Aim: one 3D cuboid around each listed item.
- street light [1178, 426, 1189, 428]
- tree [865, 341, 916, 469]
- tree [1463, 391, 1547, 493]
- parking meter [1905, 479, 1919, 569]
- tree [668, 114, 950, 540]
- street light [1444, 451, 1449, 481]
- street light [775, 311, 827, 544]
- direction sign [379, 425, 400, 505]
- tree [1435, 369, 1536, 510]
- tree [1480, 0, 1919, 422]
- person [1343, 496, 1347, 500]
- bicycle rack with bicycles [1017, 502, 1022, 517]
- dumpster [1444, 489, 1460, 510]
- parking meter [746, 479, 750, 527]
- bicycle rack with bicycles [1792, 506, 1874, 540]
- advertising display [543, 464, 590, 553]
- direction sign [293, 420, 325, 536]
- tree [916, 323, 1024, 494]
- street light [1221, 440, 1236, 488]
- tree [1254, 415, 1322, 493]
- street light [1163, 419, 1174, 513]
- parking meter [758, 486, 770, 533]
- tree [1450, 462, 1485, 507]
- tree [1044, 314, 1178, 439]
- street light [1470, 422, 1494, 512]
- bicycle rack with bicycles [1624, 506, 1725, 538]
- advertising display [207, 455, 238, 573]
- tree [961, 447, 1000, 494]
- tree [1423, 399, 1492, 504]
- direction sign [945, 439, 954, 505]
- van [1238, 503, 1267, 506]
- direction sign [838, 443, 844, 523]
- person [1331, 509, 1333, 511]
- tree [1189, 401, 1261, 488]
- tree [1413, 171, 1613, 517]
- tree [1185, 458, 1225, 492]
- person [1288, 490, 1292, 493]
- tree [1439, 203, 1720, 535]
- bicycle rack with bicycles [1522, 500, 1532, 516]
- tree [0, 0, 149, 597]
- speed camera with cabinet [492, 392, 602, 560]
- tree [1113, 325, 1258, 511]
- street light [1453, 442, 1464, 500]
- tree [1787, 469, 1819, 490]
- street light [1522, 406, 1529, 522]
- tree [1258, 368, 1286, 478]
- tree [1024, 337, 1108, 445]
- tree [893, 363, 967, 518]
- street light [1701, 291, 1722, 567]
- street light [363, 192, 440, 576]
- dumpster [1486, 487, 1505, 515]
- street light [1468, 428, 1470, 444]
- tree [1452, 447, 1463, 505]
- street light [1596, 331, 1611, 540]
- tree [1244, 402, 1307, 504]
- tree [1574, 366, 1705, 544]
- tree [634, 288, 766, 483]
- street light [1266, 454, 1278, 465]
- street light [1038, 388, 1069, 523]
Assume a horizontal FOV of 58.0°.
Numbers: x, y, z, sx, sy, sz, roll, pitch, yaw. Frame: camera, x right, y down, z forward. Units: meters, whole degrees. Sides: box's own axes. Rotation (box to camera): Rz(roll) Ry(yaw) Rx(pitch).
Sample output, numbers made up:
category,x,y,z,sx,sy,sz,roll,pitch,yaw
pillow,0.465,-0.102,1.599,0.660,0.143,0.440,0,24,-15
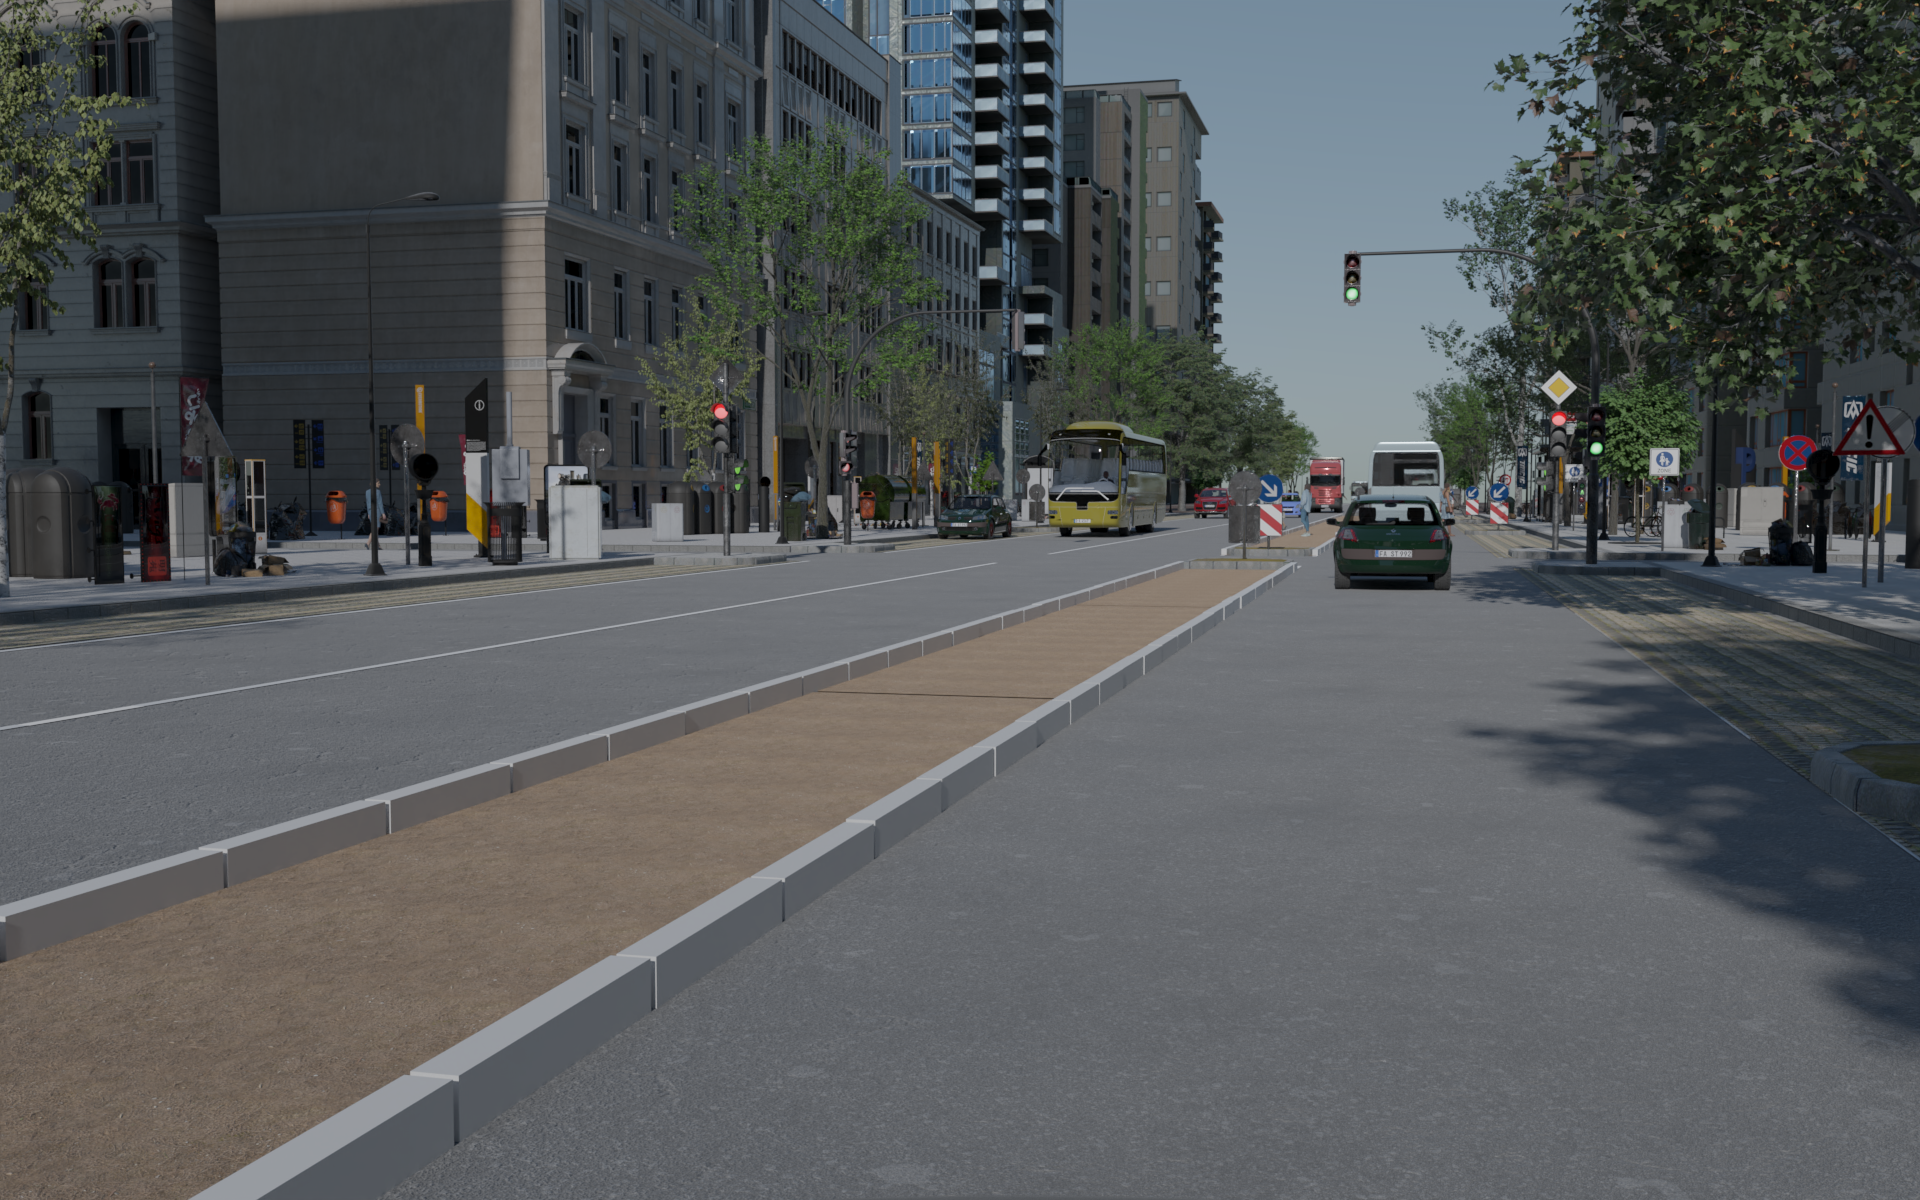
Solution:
category,x,y,z,sx,sy,sz,roll,pitch,yaw
street light,14.947,-8.918,118.352,1.470,5.913,1.316,1,4,14
tree,-2.521,-8.018,81.459,4.360,8.622,3.978,0,3,0
tree,36.931,-10.133,116.039,4.360,8.622,3.978,0,3,0
parking meter,16.447,-1.303,29.721,0.372,1.533,0.369,0,3,0
tree,-4.049,-7.539,49.022,9.928,11.665,9.643,0,3,0
street light,52.937,-13.025,185.497,1.470,5.913,1.316,1,4,14
street light,-4.052,-4.386,44.250,1.470,5.913,1.316,1,4,14
direction sign,-18.656,-3.958,56.708,0.876,3.537,0.379,2,4,28
tree,43.645,-13.258,142.530,9.928,11.665,9.643,0,3,0
tree,9.509,-6.036,15.691,9.611,12.733,9.660,0,3,0
person,31.074,-8.165,141.937,1.348,1.831,0.705,0,4,4
bicycle rack with bicycles,3.501,-5.212,98.593,2.852,0.926,2.925,3,5,41
dumpster,39.061,-7.970,138.532,1.865,1.857,1.264,1,4,16
parking meter,-8.342,-3.753,67.076,0.399,1.863,0.255,2,4,33
bicycle rack with bicycles,25.328,-2.246,50.106,2.852,0.926,2.925,3,5,39
advertising display,-8.536,-1.983,37.635,0.974,1.923,0.123,0,4,-7
direction sign,-19.850,-3.723,52.864,0.876,3.537,0.379,-1,4,-14
tree,0.373,-7.642,75.311,4.360,8.622,3.978,0,3,0
street light,23.135,-10.842,149.811,1.470,5.913,1.316,1,4,14
tree,46.032,-19.298,241.278,9.928,11.665,9.643,0,3,0
street light,12.355,-8.273,107.800,1.470,5.913,1.316,1,4,14
parking meter,-6.524,-3.012,57.663,0.372,1.533,0.369,0,3,0
tree,51.426,-11.706,175.098,4.285,4.588,4.351,0,3,0
tree,8.910,-10.764,101.753,9.928,11.665,9.643,0,3,0
street light,33.827,-8.515,111.767,1.470,5.913,1.316,1,4,14
bicycle rack with bicycles,21.118,-2.314,51.221,2.925,0.926,2.852,0,4,1
advertising display,-12.159,-1.430,28.587,0.123,1.923,0.974,0,4,-3
tree,1.147,-4.614,70.034,1.663,3.219,1.824,0,3,0
tree,65.121,-19.508,225.605,9.857,13.997,8.962,0,3,0
direction sign,-0.437,-4.848,71.263,0.379,3.537,0.876,-1,4,-22
van,20.489,-6.988,121.260,2.013,2.044,4.112,1,4,16
direction sign,-5.199,-5.184,76.756,0.379,3.537,0.876,1,4,21
person,31.489,-8.416,146.042,1.348,1.831,0.705,0,4,4
tree,24.194,-13.774,159.612,7.601,10.594,8.767,-3,5,-43
tree,32.799,-14.860,98.843,12.611,20.169,13.585,0,3,0
tree,20.896,-10.027,147.647,4.285,4.588,4.351,0,3,0
person,22.460,-6.685,118.618,0.721,1.723,1.217,2,4,25
tree,20.191,-7.292,53.631,8.767,10.594,7.601,3,5,39
bicycle rack with bicycles,33.444,-5.492,103.182,2.852,0.926,2.925,0,4,2
tree,-12.155,-4.344,21.387,4.737,8.622,4.395,0,3,0
speed camera with cabinet,-8.070,-2.419,33.881,2.038,3.252,0.660,-1,4,-8
tree,16.639,-13.676,130.265,9.857,13.997,8.962,0,3,0
street light,44.735,-11.069,153.517,1.470,5.913,1.316,1,4,14
tree,32.051,-4.316,65.163,1.663,3.219,1.824,0,3,0
street light,25.612,-6.565,79.883,1.470,5.913,1.316,1,4,14
tree,28.088,-16.373,174.359,9.857,13.997,8.962,0,3,0
tree,4.652,-7.971,80.687,4.360,8.622,3.978,0,3,0
tree,-1.493,-8.635,91.552,4.737,8.622,4.395,0,3,0
street light,12.766,-3.551,30.596,1.470,5.913,1.316,1,4,14
street light,-8.685,-3.328,26.950,1.470,5.913,1.316,1,4,14
dumpster,33.418,-6.241,107.794,1.264,1.857,1.865,1,4,14
street light,36.477,-9.141,121.989,1.470,5.913,1.316,1,4,14
tree,61.562,-15.961,211.332,4.360,8.622,3.978,0,3,0
street light,17.435,-4.632,48.268,1.470,5.913,1.316,1,4,14
tree,37.816,-17.772,208.705,7.486,12.596,7.792,0,3,0
tree,17.545,-3.733,44.741,4.285,4.588,4.351,0,3,0
tree,-8.905,-6.750,60.728,4.737,8.622,4.395,0,3,0
street light,35.732,-13.841,198.842,1.470,5.913,1.316,1,4,14
street light,4.066,-6.319,75.859,1.470,5.913,1.316,1,4,14
